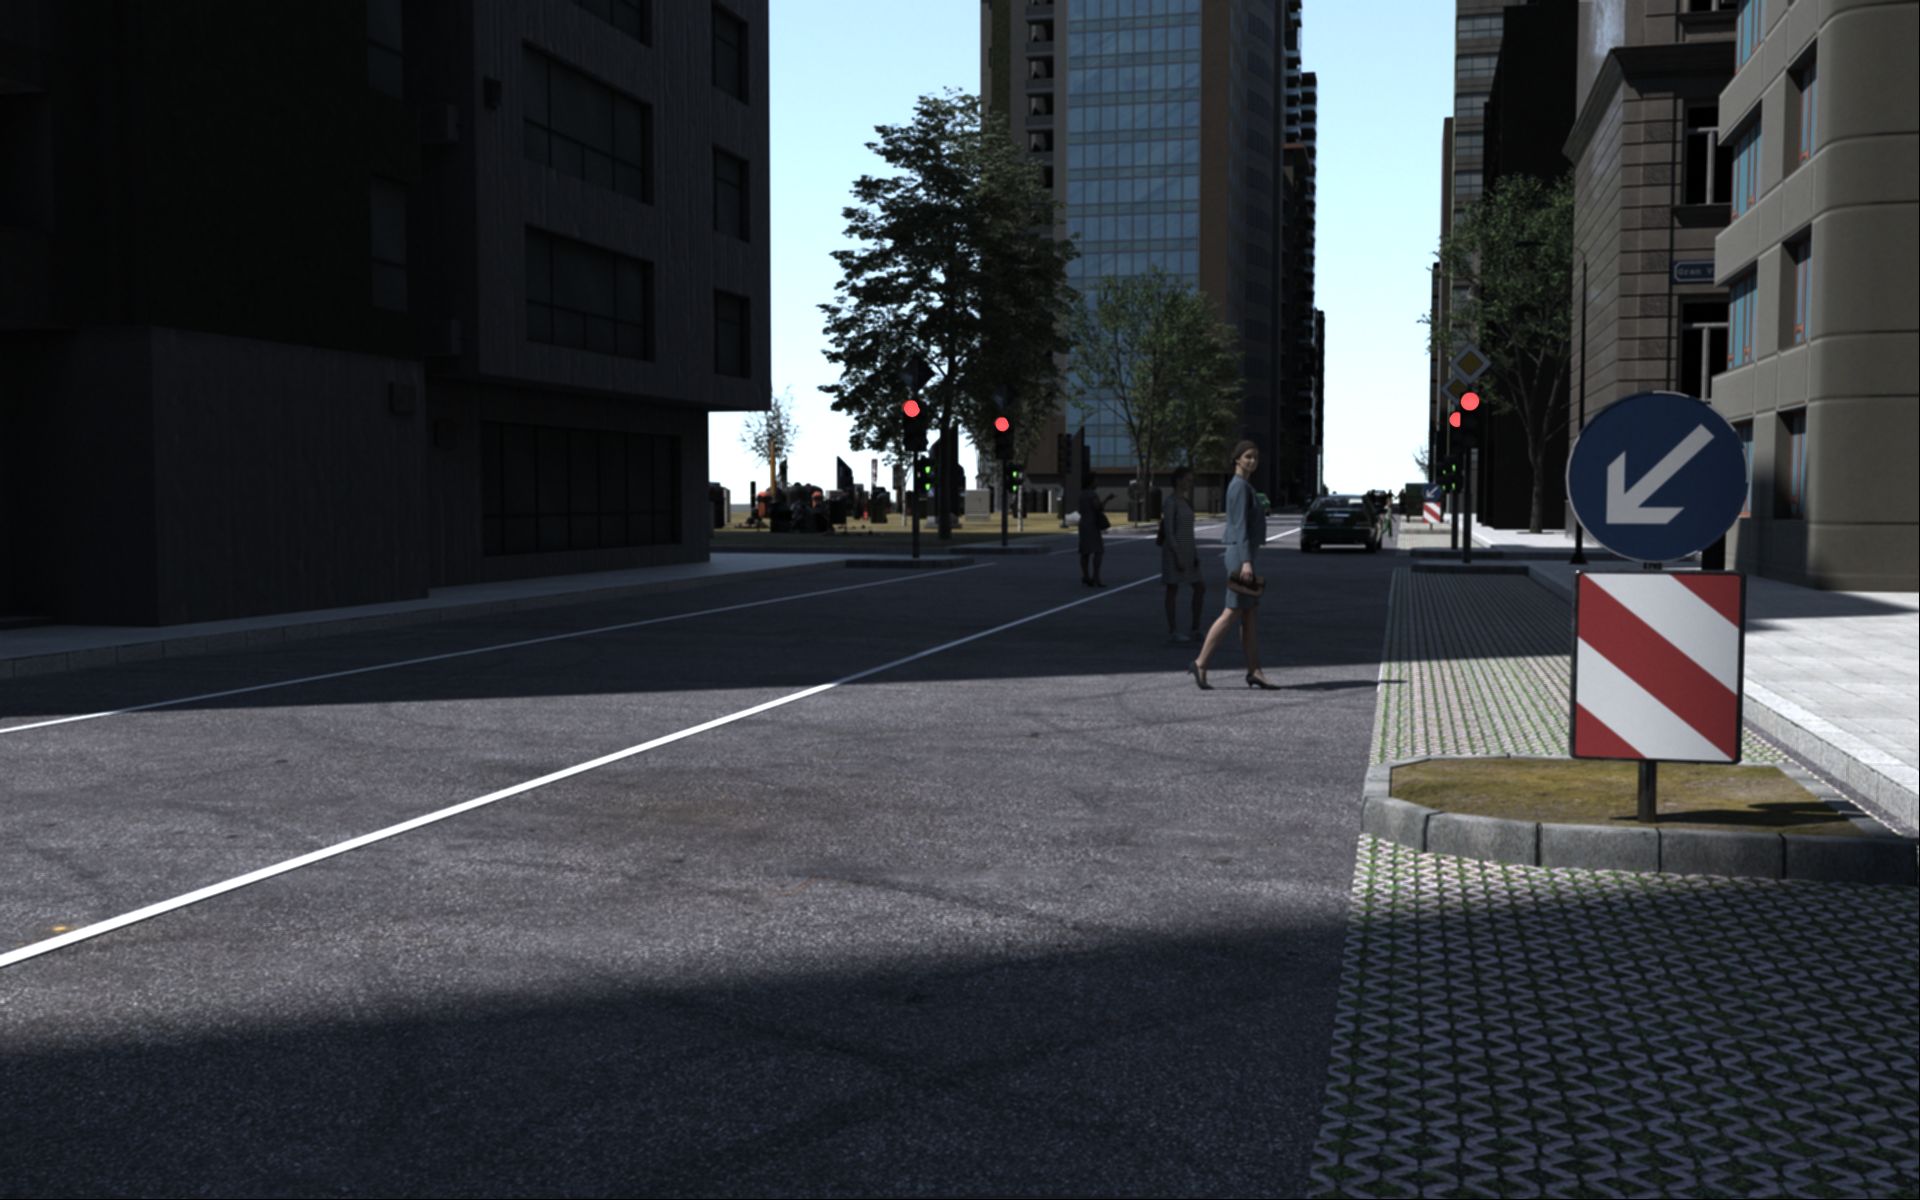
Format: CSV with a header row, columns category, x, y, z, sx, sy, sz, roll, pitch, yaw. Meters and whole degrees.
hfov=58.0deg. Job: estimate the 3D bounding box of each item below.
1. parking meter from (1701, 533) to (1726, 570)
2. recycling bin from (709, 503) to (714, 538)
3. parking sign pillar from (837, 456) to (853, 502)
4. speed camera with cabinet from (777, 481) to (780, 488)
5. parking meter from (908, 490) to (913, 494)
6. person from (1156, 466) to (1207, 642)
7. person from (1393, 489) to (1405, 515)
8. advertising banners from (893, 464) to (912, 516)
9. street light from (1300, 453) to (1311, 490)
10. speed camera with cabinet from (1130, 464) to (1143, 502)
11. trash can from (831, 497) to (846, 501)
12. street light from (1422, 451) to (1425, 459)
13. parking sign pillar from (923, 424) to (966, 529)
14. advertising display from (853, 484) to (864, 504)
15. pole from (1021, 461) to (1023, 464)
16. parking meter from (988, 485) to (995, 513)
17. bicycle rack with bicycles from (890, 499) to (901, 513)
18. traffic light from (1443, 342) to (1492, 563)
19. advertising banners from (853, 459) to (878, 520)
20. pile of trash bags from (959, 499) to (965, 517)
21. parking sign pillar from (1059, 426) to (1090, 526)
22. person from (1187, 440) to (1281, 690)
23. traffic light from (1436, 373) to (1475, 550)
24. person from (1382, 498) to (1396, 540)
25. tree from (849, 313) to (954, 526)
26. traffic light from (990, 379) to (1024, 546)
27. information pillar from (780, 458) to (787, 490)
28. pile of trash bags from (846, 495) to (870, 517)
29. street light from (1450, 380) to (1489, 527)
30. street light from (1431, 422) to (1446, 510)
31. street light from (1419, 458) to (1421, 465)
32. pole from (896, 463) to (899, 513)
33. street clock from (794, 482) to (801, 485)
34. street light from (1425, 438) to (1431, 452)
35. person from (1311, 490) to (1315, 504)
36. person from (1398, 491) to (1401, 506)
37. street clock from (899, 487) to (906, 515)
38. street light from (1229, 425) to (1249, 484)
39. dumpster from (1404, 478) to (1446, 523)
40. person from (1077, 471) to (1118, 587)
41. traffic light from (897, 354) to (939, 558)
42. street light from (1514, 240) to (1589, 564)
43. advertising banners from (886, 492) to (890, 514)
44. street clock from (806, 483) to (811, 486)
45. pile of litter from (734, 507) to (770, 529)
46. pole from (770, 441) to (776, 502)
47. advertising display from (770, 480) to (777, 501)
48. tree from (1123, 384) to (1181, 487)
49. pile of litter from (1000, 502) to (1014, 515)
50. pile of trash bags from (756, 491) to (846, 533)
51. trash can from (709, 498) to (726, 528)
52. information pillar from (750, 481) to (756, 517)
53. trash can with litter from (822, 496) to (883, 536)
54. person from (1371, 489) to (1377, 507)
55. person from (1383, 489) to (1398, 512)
category,x,y,z,sx,sy,sz,roll,pitch,yaw
parking meter,11.841,-1.313,27.180,0.255,1.863,0.399,3,5,42
recycling bin,-7.690,-2.366,51.237,0.722,1.027,0.722,-1,4,-17
parking sign pillar,-8.078,-8.159,121.877,1.447,3.967,1.447,3,4,39
speed camera with cabinet,-11.751,-7.618,118.891,2.038,3.252,0.660,-3,5,-39
parking meter,-2.933,-5.794,103.149,0.372,1.533,0.369,0,3,0
person,2.142,-0.448,16.831,0.522,1.701,0.512,2,4,34
person,30.431,-6.758,119.126,1.348,1.807,0.705,-1,4,-11
advertising banners,-2.994,-6.440,101.489,0.090,3.025,2.074,3,5,43
street light,39.353,-13.756,197.445,1.470,5.913,1.316,1,4,14
speed camera with cabinet,12.072,-7.317,113.969,2.038,3.252,0.660,-3,5,-42
trash can,-5.947,-4.469,84.714,0.748,1.137,0.748,0,3,0
street light,50.545,-13.062,186.102,1.470,5.913,1.316,1,4,14
parking sign pillar,-0.639,-4.635,64.254,1.447,3.967,1.447,3,5,42
advertising display,-6.302,-6.245,107.312,0.123,1.923,0.974,2,4,35
pole,3.823,-6.849,105.824,0.158,3.312,0.155,0,3,0
parking meter,2.080,-6.724,115.653,0.399,1.863,0.255,-2,4,-24
bicycle rack with bicycles,-4.141,-6.280,116.065,2.925,0.926,2.852,-1,4,-17
traffic light,9.412,-2.643,32.127,0.839,4.253,0.868,1,4,14
advertising banners,-4.693,-5.502,86.144,0.090,3.025,2.074,-3,4,-38
pile of trash bags,0.024,-5.898,106.176,1.912,1.369,3.447,-2,4,-24
parking sign pillar,4.708,-4.965,69.657,1.447,3.967,1.447,-2,4,-28
person,2.020,-0.254,12.681,0.654,1.822,0.581,2,4,23
traffic light,11.397,-3.116,39.862,0.839,4.253,0.868,1,4,14
person,13.262,-2.514,53.845,0.590,1.304,0.306,2,4,27
tree,-2.335,-7.284,69.459,4.360,8.622,3.978,0,3,0
traffic light,1.114,-3.275,42.475,0.839,4.253,0.868,1,4,14
information pillar,-11.402,-7.392,112.217,0.504,3.616,0.183,-3,4,-38
pile of trash bags,-6.045,-5.431,98.549,1.912,1.369,3.447,-2,4,-33
street light,20.302,-5.877,68.632,1.470,5.913,1.316,1,4,14
street light,31.446,-8.549,112.311,1.470,5.913,1.316,1,4,14
street light,60.281,-15.399,224.317,1.470,5.913,1.316,1,4,14
pole,-4.126,-7.376,114.434,0.158,3.312,0.155,0,3,0
street clock,-9.883,-6.167,105.396,0.471,2.002,0.358,0,4,2
street light,39.208,-10.383,142.299,1.470,5.913,1.316,1,4,14
person,31.656,-8.912,154.741,0.617,1.759,0.750,-2,4,-31
person,53.137,-12.250,208.796,0.705,1.822,1.348,-1,4,-17
street clock,-3.622,-6.332,108.094,0.471,2.002,0.358,0,4,3
street light,18.743,-8.828,116.886,1.470,5.913,1.316,1,4,14
dumpster,23.062,-4.951,85.894,1.985,2.255,1.502,1,4,15
person,2.138,-1.096,26.785,0.532,1.782,0.716,-2,4,-24
traffic light,-0.872,-2.802,34.740,0.839,4.253,0.868,1,4,14
street light,10.832,-3.621,31.752,1.470,5.913,1.316,1,4,14
advertising banners,-4.680,-7.001,110.655,2.074,3.025,0.090,-3,5,-43
street clock,-10.227,-6.864,116.802,0.358,2.002,0.471,1,4,17
pile of litter,-7.688,-3.098,64.617,1.176,0.858,1.719,-3,5,-42
pole,-7.160,-4.436,66.364,0.158,3.312,0.155,0,3,0
advertising display,-8.663,-4.612,80.612,0.123,1.923,0.974,0,4,5
tree,12.113,-9.714,109.185,4.360,8.622,3.978,0,3,0
pile of litter,3.126,-5.787,108.588,1.176,0.858,1.719,-1,4,-11
pile of trash bags,-5.796,-2.995,58.722,1.912,1.369,3.447,-3,5,-44
trash can,-9.149,-3.268,65.078,0.748,1.137,0.748,0,3,0
information pillar,-11.832,-5.783,99.047,0.304,2.012,0.304,-1,4,-11
trash can with litter,-3.374,-2.606,53.667,2.233,1.210,1.678,-1,4,-22
person,32.049,-7.684,134.138,0.705,1.822,1.348,2,4,30
person,34.427,-7.948,138.590,1.348,1.807,0.705,3,5,42
